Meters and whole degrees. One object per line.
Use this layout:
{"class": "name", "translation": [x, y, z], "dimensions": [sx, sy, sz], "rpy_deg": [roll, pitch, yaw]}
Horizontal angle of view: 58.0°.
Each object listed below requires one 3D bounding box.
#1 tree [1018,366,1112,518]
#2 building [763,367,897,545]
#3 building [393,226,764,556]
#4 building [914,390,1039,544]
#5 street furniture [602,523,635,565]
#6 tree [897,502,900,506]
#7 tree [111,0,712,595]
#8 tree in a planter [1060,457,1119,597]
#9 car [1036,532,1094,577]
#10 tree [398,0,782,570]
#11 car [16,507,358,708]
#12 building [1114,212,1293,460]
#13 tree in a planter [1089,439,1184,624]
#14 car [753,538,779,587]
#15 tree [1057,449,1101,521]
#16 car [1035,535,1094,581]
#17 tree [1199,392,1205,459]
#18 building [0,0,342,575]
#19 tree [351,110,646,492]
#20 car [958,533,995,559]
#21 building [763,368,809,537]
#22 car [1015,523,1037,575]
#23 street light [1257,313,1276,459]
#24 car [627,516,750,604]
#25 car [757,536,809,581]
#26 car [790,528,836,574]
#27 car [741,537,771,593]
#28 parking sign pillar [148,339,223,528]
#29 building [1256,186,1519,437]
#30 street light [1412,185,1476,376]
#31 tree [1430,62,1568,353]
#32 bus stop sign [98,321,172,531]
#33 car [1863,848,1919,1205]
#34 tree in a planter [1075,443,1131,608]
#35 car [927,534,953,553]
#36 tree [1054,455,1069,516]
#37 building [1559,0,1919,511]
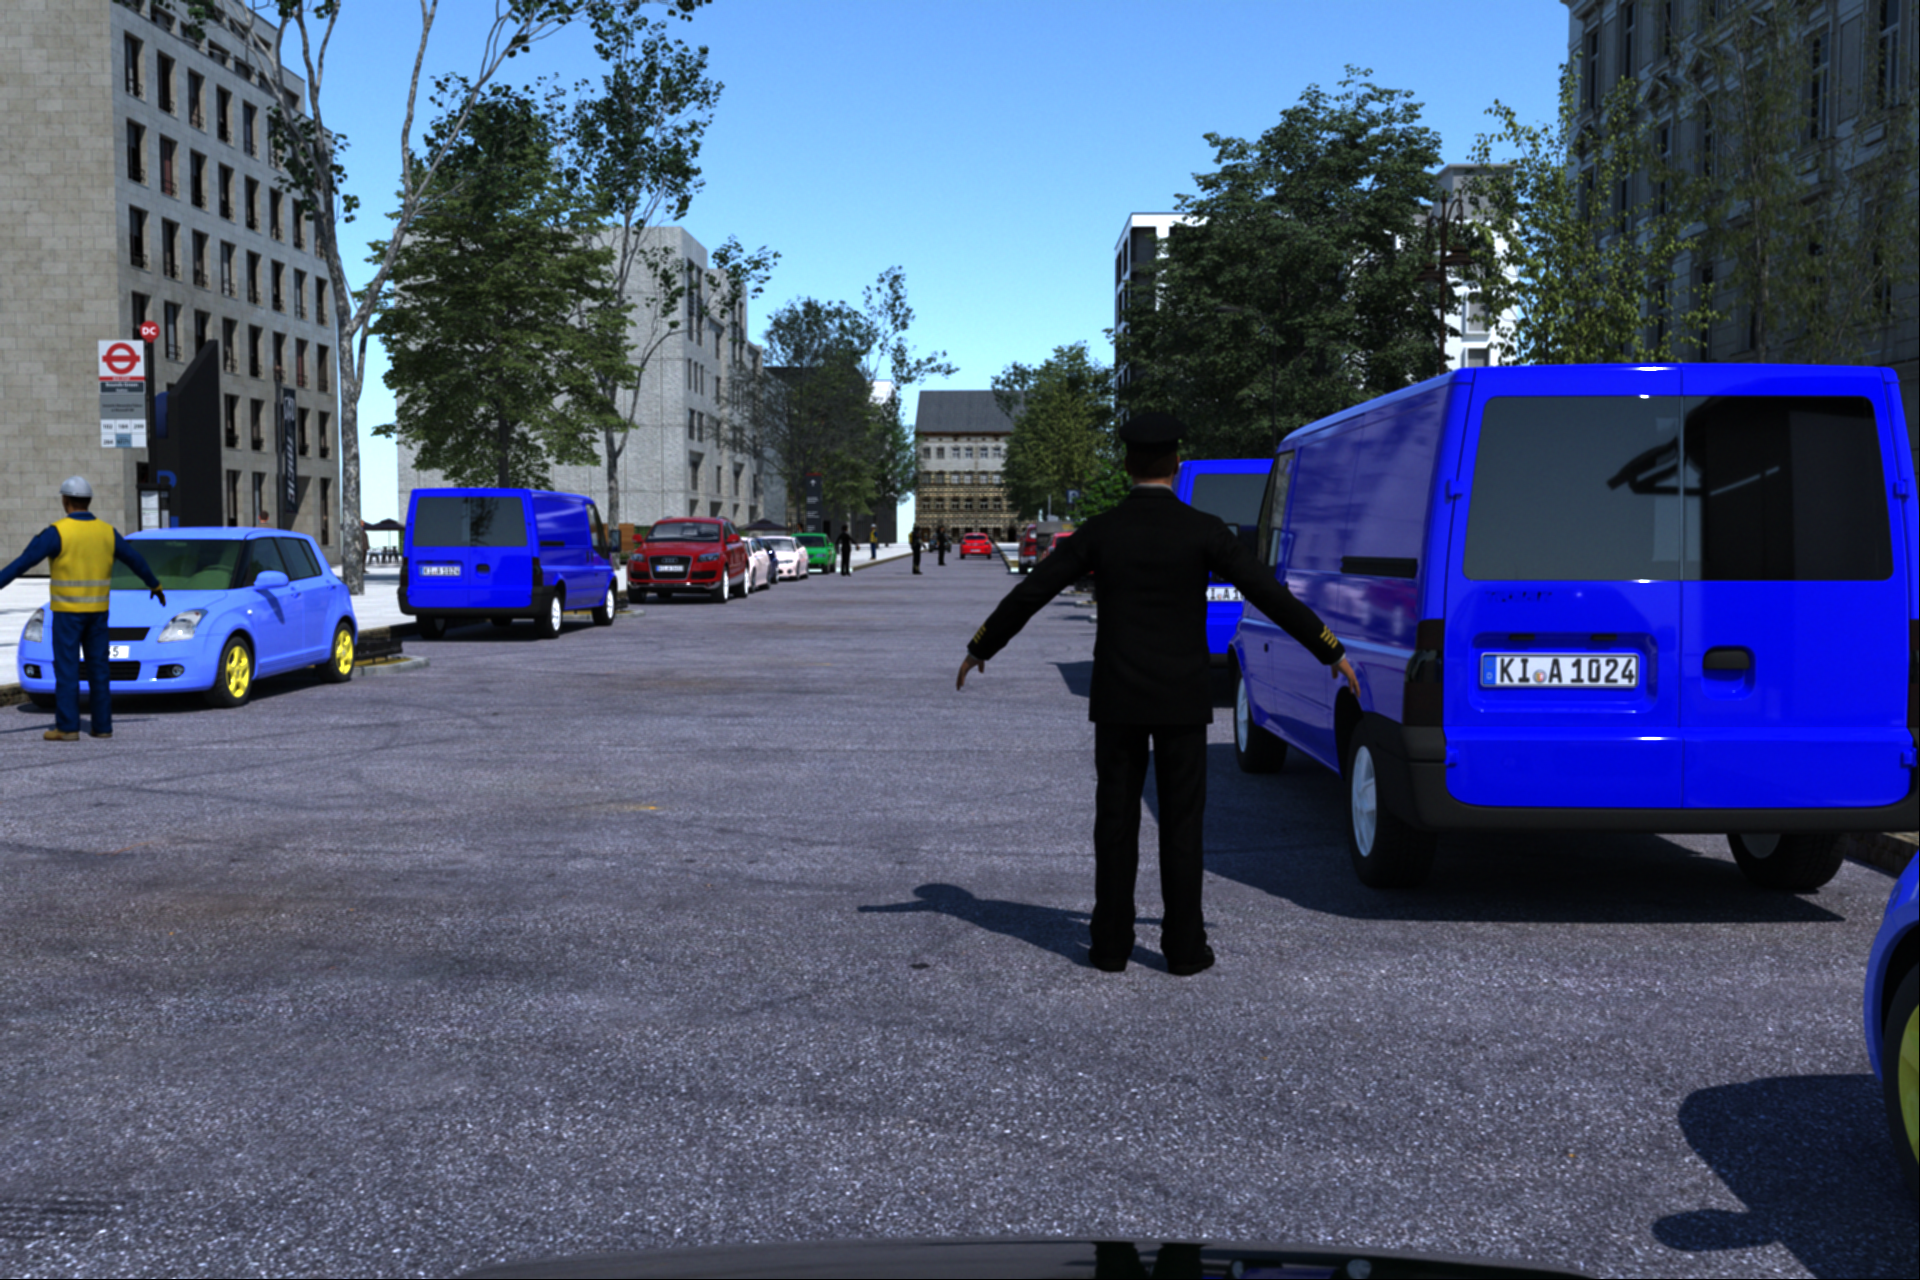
{"class": "tree", "translation": [4.740, -7.630, 75.120], "dimensions": [4.737, 8.622, 4.395], "rpy_deg": [0, 3, 0]}
{"class": "building", "translation": [-23.000, -23.463, 227.587], "dimensions": [27.936, 21.610, 32.646], "rpy_deg": [0, 4, 1]}
{"class": "building", "translation": [-23.804, -15.250, 115.791], "dimensions": [16.747, 18.905, 31.486], "rpy_deg": [0, 4, 2]}
{"class": "building", "translation": [2.911, -26.251, 262.596], "dimensions": [18.063, 23.208, 19.493], "rpy_deg": [0, 4, 3]}
{"class": "street furniture", "translation": [-15.257, -4.022, 72.610], "dimensions": [11.010, 1.723, 9.812], "rpy_deg": [-2, 4, -30]}
{"class": "tree", "translation": [-10.693, -19.174, 263.859], "dimensions": [4.360, 8.622, 3.978], "rpy_deg": [0, 3, 0]}
{"class": "tree", "translation": [-11.442, -10.963, 35.141], "dimensions": [12.611, 20.169, 13.585], "rpy_deg": [0, 3, 0]}
{"class": "tree in a planter", "translation": [3.329, -2.627, 40.175], "dimensions": [1.991, 3.239, 1.994], "rpy_deg": [0, 4, 1]}
{"class": "car", "translation": [3.284, -2.492, 49.791], "dimensions": [2.155, 1.783, 4.494], "rpy_deg": [0, 4, 1]}
{"class": "tree", "translation": [-12.589, -12.454, 59.513], "dimensions": [12.611, 20.169, 13.585], "rpy_deg": [0, 3, 0]}
{"class": "car", "translation": [-6.769, -0.355, 15.398], "dimensions": [1.945, 1.707, 3.694], "rpy_deg": [0, 4, 1]}
{"class": "building", "translation": [25.039, -17.281, 126.519], "dimensions": [27.936, 21.610, 32.646], "rpy_deg": [0, 4, 1]}
{"class": "tree in a planter", "translation": [3.111, -1.893, 28.171], "dimensions": [1.991, 3.239, 1.994], "rpy_deg": [0, 4, 2]}
{"class": "car", "translation": [-6.123, -2.198, 48.512], "dimensions": [1.945, 1.354, 3.894], "rpy_deg": [0, 4, 1]}
{"class": "tree", "translation": [7.194, -10.165, 116.558], "dimensions": [4.360, 8.622, 3.978], "rpy_deg": [0, 3, 0]}
{"class": "car", "translation": [3.369, -2.683, 54.091], "dimensions": [2.015, 1.641, 3.980], "rpy_deg": [0, 4, 1]}
{"class": "tree", "translation": [11.119, -7.615, 74.869], "dimensions": [4.360, 8.622, 3.978], "rpy_deg": [0, 3, 0]}
{"class": "building", "translation": [-29.192, -12.483, 57.984], "dimensions": [10.420, 20.400, 16.860], "rpy_deg": [0, 4, 1]}
{"class": "tree", "translation": [-12.310, -7.855, 46.554], "dimensions": [7.486, 12.596, 7.792], "rpy_deg": [0, 3, 0]}
{"class": "car", "translation": [0.921, -5.548, 99.747], "dimensions": [2.155, 1.783, 4.494], "rpy_deg": [0, 4, 1]}
{"class": "building", "translation": [-27.035, -21.904, 189.057], "dimensions": [19.493, 23.208, 18.063], "rpy_deg": [0, 4, 2]}
{"class": "car", "translation": [3.137, -3.296, 62.564], "dimensions": [2.281, 1.827, 5.304], "rpy_deg": [0, 4, 1]}
{"class": "street light", "translation": [6.968, -3.851, 35.505], "dimensions": [1.470, 5.913, 1.316], "rpy_deg": [0, 4, 1]}
{"class": "car", "translation": [-5.808, -1.759, 37.425], "dimensions": [2.281, 1.827, 5.304], "rpy_deg": [0, 4, 1]}
{"class": "car", "translation": [-5.815, -2.561, 54.238], "dimensions": [2.083, 1.381, 4.827], "rpy_deg": [0, 4, 1]}
{"class": "car", "translation": [-5.519, -3.317, 63.035], "dimensions": [1.959, 1.807, 4.718], "rpy_deg": [0, 4, 1]}
{"class": "car", "translation": [-5.867, -1.897, 43.383], "dimensions": [2.083, 1.381, 4.827], "rpy_deg": [0, 4, 1]}
{"class": "parking sign pillar", "translation": [-10.470, -2.139, 23.442], "dimensions": [1.447, 3.967, 1.447], "rpy_deg": [0, 4, 0]}
{"class": "building", "translation": [22.467, -14.947, 100.805], "dimensions": [16.016, 20.090, 11.380], "rpy_deg": [0, 4, 1]}
{"class": "street light", "translation": [6.506, -3.098, 23.448], "dimensions": [0.468, 5.910, 1.993], "rpy_deg": [0, 4, 1]}
{"class": "tree", "translation": [24.541, -13.040, 69.086], "dimensions": [12.611, 20.169, 13.585], "rpy_deg": [0, 3, 0]}
{"class": "bus stop sign", "translation": [-10.363, -2.024, 21.794], "dimensions": [0.855, 3.939, 0.416], "rpy_deg": [0, 3, 0]}
{"class": "car", "translation": [2.789, 0.444, 2.340], "dimensions": [1.945, 1.707, 3.694], "rpy_deg": [0, 4, 1]}
{"class": "tree in a planter", "translation": [3.270, -2.255, 34.094], "dimensions": [1.991, 3.239, 1.994], "rpy_deg": [0, 4, 2]}
{"class": "car", "translation": [-1.567, -7.708, 135.806], "dimensions": [2.009, 1.686, 4.222], "rpy_deg": [0, 4, 1]}
{"class": "tree", "translation": [8.260, -12.028, 147.016], "dimensions": [4.360, 8.622, 3.978], "rpy_deg": [0, 3, 0]}
{"class": "building", "translation": [27.489, -15.840, 35.401], "dimensions": [17.030, 29.872, 44.131], "rpy_deg": [0, 4, 1]}
